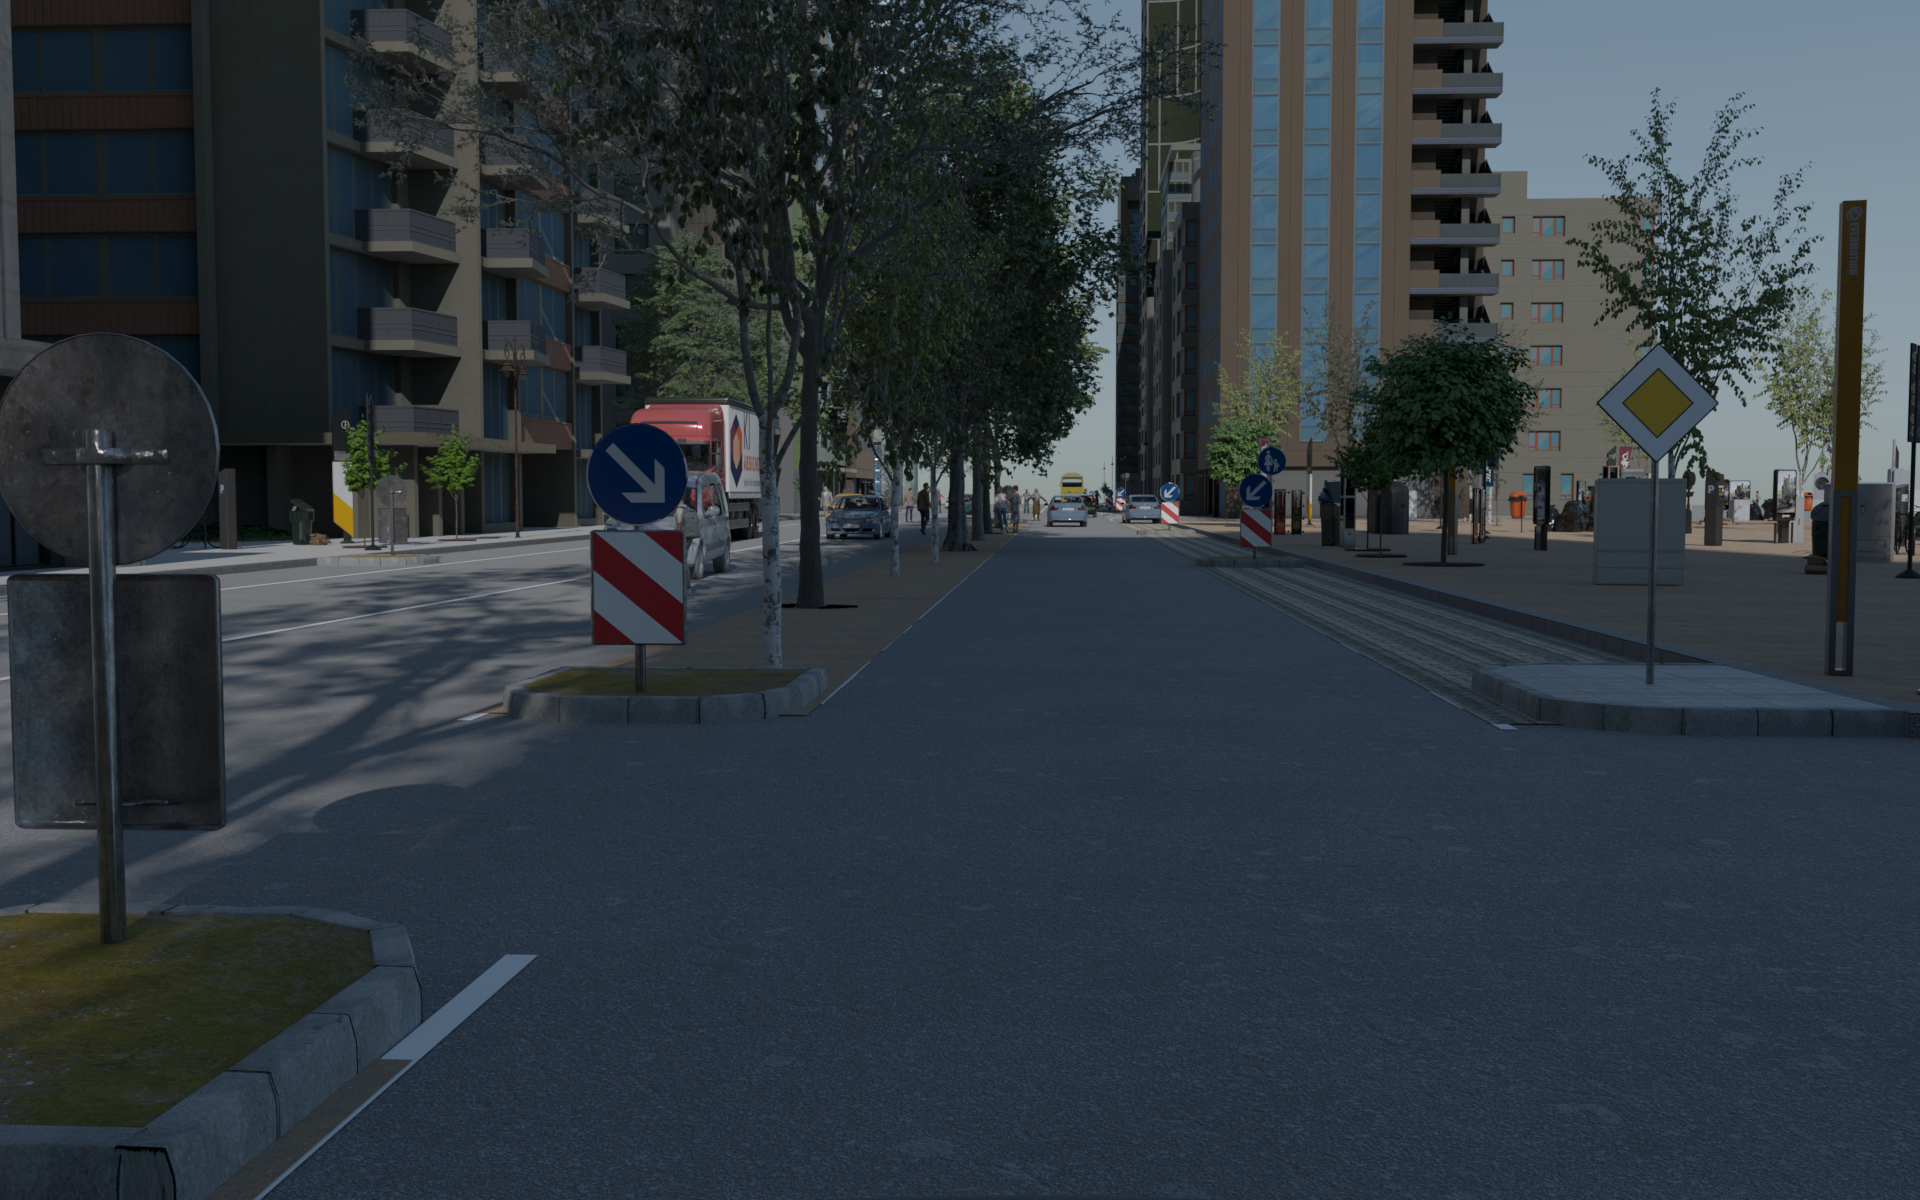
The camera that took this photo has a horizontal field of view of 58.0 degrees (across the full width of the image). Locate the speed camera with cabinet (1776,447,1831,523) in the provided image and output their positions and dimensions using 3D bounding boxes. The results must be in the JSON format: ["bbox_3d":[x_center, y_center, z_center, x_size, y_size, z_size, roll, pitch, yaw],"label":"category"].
[{"bbox_3d":[35.743,-4.831,73.324,2.038,3.252,0.660,2,4,27],"label":"speed camera with cabinet"}]

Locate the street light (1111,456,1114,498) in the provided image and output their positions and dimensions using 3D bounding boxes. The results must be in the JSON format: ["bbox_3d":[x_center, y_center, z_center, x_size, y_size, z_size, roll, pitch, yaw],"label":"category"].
[{"bbox_3d":[18.321,-14.411,208.404,0.468,5.910,1.993,0,4,3],"label":"street light"}]

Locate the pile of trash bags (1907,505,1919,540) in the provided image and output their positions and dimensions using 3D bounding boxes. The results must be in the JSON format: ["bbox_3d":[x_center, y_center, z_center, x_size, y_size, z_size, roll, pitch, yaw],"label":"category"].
[{"bbox_3d":[28.174,-2.331,47.858,3.447,1.369,1.912,-1,4,-9],"label":"pile of trash bags"}]

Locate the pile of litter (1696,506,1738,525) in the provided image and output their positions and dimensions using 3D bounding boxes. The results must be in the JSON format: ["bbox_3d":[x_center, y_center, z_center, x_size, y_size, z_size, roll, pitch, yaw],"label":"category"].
[{"bbox_3d":[31.599,-3.556,72.098,1.719,0.858,1.176,3,5,40],"label":"pile of litter"}]

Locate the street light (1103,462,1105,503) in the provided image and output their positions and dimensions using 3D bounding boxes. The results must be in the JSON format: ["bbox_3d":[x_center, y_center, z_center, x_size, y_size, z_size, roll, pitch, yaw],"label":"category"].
[{"bbox_3d":[20.447,-16.684,245.565,0.468,5.910,1.993,0,4,3],"label":"street light"}]

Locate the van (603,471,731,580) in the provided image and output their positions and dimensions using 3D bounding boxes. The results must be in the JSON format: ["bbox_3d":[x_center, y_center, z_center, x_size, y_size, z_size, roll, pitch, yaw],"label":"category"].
[{"bbox_3d":[-5.099,-1.422,30.266,2.013,2.044,4.112,0,4,2],"label":"van"}]

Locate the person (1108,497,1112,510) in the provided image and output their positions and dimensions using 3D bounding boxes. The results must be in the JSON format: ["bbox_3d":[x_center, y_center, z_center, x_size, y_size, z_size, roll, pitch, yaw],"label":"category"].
[{"bbox_3d":[12.622,-8.374,146.359,0.436,1.711,0.756,0,4,6],"label":"person"}]

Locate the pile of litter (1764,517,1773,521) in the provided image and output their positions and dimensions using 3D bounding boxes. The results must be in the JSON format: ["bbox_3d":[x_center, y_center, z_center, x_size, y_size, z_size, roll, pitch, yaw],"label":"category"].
[{"bbox_3d":[38.609,-4.124,81.388,1.176,0.858,1.719,-1,4,-9],"label":"pile of litter"}]

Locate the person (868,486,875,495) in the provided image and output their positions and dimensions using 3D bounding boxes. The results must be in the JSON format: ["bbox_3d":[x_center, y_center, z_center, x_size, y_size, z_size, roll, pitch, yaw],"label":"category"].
[{"bbox_3d":[-4.591,-4.943,88.949,0.705,1.869,1.348,2,4,25],"label":"person"}]

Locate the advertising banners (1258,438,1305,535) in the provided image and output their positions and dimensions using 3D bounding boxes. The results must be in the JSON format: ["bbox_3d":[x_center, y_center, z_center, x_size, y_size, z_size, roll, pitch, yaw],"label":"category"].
[{"bbox_3d":[10.082,-3.562,54.419,2.074,3.025,0.090,-2,4,-35],"label":"advertising banners"}]

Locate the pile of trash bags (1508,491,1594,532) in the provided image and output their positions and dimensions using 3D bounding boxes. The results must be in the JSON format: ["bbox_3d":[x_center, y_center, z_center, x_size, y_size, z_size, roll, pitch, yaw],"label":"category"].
[{"bbox_3d":[20.154,-2.987,58.583,3.447,1.369,1.912,-1,4,-13],"label":"pile of trash bags"}]

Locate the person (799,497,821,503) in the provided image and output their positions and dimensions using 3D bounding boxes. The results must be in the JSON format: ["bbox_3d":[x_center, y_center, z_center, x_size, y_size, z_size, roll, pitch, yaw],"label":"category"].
[{"bbox_3d":[-7.830,-5.054,91.148,1.348,1.822,0.705,-1,4,-15],"label":"person"}]

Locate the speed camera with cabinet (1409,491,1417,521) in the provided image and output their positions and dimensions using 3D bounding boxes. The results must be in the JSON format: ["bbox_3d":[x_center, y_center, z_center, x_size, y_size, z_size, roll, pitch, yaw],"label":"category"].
[{"bbox_3d":[20.841,-5.394,82.529,0.660,3.252,2.038,-2,4,-32],"label":"speed camera with cabinet"}]

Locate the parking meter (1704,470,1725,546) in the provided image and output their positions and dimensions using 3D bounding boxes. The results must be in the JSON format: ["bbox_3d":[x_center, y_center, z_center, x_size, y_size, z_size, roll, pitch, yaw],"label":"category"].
[{"bbox_3d":[18.622,-2.265,42.748,0.255,1.863,0.399,-2,4,-30],"label":"parking meter"}]

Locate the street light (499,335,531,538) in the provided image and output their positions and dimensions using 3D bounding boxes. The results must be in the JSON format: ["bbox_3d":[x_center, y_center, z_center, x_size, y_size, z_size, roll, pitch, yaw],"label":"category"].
[{"bbox_3d":[-12.942,-4.753,50.502,0.468,5.910,1.993,0,4,3],"label":"street light"}]

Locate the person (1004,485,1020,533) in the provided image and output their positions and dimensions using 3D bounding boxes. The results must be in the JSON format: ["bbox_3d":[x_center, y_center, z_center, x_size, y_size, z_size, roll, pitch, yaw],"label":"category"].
[{"bbox_3d":[1.921,-3.288,62.833,0.524,1.755,0.480,-2,4,-34],"label":"person"}]

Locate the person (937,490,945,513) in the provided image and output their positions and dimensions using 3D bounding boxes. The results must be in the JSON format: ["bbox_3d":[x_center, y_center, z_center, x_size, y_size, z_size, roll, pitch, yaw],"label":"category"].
[{"bbox_3d":[-1.554,-7.393,130.100,1.217,1.743,0.721,-2,4,-25],"label":"person"}]

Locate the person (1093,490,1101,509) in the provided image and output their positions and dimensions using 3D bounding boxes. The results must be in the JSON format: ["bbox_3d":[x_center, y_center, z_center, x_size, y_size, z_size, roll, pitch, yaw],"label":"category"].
[{"bbox_3d":[12.846,-9.428,162.655,1.348,1.823,0.705,-3,5,-41],"label":"person"}]

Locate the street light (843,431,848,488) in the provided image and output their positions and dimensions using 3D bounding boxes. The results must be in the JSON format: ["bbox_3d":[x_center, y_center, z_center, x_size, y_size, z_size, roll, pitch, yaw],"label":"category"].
[{"bbox_3d":[-8.395,-9.448,127.261,0.468,5.910,1.993,0,4,3],"label":"street light"}]

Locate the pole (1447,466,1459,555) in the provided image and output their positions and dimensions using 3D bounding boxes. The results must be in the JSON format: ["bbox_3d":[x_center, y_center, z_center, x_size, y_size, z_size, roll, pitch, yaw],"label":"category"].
[{"bbox_3d":[10.391,-2.606,36.452,0.158,3.312,0.155,0,3,0],"label":"pole"}]

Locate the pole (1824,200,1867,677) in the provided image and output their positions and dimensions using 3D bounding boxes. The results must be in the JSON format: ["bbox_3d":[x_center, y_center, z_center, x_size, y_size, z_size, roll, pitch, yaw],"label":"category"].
[{"bbox_3d":[6.221,-1.121,12.164,0.158,3.312,0.155,0,3,0],"label":"pole"}]

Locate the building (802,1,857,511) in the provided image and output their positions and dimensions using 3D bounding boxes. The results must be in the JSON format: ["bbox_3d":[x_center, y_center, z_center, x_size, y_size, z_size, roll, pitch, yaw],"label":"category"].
[{"bbox_3d":[-20.793,-31.357,132.301,23.786,49.044,30.456,0,4,3],"label":"building"}]

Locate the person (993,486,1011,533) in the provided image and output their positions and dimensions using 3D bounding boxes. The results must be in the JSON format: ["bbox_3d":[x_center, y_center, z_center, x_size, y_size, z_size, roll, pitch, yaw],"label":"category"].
[{"bbox_3d":[1.644,-3.356,64.035,0.731,1.740,0.598,-1,4,-20],"label":"person"}]

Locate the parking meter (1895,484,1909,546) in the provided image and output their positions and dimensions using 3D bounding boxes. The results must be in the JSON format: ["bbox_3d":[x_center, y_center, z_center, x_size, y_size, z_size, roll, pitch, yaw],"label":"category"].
[{"bbox_3d":[23.327,-2.116,43.007,0.372,1.533,0.369,0,3,0],"label":"parking meter"}]

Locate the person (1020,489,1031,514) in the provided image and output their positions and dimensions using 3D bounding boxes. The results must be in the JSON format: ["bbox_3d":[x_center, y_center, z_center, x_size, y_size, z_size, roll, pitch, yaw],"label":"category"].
[{"bbox_3d":[4.914,-7.284,127.681,1.350,1.814,0.705,0,4,-2],"label":"person"}]

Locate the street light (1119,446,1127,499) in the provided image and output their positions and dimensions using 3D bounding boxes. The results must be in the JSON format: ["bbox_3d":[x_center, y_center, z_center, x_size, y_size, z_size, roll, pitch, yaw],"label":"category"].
[{"bbox_3d":[15.953,-12.139,171.256,0.468,5.910,1.993,0,4,3],"label":"street light"}]

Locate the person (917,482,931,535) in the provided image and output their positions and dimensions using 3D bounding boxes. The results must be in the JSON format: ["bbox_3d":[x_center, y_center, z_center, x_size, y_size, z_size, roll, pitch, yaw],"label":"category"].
[{"bbox_3d":[-1.236,-3.208,60.869,0.656,1.842,0.836,1,4,13],"label":"person"}]

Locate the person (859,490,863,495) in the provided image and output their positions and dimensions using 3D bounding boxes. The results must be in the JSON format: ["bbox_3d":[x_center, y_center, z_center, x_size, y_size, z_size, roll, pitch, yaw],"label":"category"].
[{"bbox_3d":[-7.043,-6.902,122.062,1.217,1.735,0.721,0,4,-2],"label":"person"}]

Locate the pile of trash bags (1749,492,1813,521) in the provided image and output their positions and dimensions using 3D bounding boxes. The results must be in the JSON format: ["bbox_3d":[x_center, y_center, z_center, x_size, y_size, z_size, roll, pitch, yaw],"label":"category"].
[{"bbox_3d":[39.884,-4.537,83.932,3.447,1.369,1.912,-1,4,-17],"label":"pile of trash bags"}]

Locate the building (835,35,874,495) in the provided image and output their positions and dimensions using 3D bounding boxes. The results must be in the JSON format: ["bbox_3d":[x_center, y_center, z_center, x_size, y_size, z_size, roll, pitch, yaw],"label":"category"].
[{"bbox_3d":[-15.377,-30.845,154.422,14.600,45.320,14.200,0,4,3],"label":"building"}]

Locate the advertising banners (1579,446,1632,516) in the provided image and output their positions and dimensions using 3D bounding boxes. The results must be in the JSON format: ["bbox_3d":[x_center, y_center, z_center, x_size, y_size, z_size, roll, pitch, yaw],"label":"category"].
[{"bbox_3d":[23.710,-4.123,63.591,2.074,3.025,0.090,-1,4,-10],"label":"advertising banners"}]

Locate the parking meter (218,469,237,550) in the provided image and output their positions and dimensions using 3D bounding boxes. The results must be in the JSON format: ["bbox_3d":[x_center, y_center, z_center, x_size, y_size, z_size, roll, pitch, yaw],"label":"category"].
[{"bbox_3d":[-16.936,-2.101,40.055,0.399,1.863,0.255,3,5,42],"label":"parking meter"}]

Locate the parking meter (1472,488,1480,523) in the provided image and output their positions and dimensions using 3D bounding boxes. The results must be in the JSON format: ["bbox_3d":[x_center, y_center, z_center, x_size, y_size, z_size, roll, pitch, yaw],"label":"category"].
[{"bbox_3d":[22.812,-4.163,76.478,0.372,1.533,0.369,0,3,0],"label":"parking meter"}]

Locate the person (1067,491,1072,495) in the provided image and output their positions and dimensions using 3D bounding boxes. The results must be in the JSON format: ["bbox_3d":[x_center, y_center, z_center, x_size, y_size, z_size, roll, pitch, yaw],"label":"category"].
[{"bbox_3d":[9.825,-8.901,154.970,0.756,1.711,0.436,2,4,30],"label":"person"}]

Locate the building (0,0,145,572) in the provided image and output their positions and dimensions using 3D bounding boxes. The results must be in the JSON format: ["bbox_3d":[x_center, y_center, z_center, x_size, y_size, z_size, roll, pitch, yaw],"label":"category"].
[{"bbox_3d":[-25.045,-35.883,24.939,20.563,71.187,20.611,0,4,3],"label":"building"}]

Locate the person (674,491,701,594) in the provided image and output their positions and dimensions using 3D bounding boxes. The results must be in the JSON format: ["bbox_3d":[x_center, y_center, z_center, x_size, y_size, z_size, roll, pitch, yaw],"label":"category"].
[{"bbox_3d":[-3.961,-0.826,24.593,0.523,1.515,0.503,-1,4,-16],"label":"person"}]

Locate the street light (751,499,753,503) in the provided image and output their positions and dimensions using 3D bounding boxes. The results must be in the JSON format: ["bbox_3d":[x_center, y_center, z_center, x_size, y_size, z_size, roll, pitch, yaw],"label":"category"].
[{"bbox_3d":[-10.747,-7.133,89.410,0.468,5.910,1.993,0,4,3],"label":"street light"}]

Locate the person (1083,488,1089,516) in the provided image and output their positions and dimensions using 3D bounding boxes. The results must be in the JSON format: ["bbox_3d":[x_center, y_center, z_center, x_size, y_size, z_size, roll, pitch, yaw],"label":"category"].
[{"bbox_3d":[8.396,-6.532,115.308,0.705,1.822,1.348,2,4,34],"label":"person"}]

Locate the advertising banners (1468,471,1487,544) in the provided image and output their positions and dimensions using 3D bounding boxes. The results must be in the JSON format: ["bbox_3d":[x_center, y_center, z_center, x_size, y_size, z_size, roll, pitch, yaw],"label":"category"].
[{"bbox_3d":[13.198,-2.940,44.265,0.090,3.025,2.074,2,4,29],"label":"advertising banners"}]

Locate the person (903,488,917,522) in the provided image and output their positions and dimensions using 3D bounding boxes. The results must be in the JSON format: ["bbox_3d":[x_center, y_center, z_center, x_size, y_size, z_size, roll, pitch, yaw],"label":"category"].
[{"bbox_3d":[-2.478,-4.878,88.780,0.617,1.759,0.750,3,4,37],"label":"person"}]

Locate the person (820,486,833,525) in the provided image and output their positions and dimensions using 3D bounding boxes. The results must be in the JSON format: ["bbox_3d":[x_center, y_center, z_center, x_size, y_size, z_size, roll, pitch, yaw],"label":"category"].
[{"bbox_3d":[-6.116,-4.342,79.606,0.709,1.813,0.853,1,4,15],"label":"person"}]

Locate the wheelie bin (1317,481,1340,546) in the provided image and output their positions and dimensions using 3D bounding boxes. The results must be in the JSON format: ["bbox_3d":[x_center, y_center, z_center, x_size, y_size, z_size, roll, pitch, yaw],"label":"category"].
[{"bbox_3d":[9.259,-2.133,42.777,0.980,1.594,0.693,-1,4,-23],"label":"wheelie bin"}]

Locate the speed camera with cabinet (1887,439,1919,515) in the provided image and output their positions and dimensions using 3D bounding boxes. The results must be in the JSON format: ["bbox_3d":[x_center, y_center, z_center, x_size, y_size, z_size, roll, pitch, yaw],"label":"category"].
[{"bbox_3d":[33.801,-4.131,61.875,0.660,3.252,2.038,1,4,8],"label":"speed camera with cabinet"}]

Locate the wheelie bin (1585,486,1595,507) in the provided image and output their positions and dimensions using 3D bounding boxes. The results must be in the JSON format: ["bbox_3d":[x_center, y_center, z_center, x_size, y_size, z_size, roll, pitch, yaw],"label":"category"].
[{"bbox_3d":[24.421,-3.597,66.723,0.693,1.594,0.980,-2,4,-24],"label":"wheelie bin"}]

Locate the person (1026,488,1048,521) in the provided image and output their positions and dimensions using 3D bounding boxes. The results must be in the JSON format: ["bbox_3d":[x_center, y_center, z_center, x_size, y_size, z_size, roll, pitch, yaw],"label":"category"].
[{"bbox_3d":[4.102,-5.093,92.509,1.217,1.736,0.721,-1,4,-13],"label":"person"}]

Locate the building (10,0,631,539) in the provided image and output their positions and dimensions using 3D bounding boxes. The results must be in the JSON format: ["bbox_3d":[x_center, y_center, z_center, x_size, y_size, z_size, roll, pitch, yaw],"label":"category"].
[{"bbox_3d":[-24.734,-24.926,62.159,22.147,44.769,28.867,0,4,3],"label":"building"}]

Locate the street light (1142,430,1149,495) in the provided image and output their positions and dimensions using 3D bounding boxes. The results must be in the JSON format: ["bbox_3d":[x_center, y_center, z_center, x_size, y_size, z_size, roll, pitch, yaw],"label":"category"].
[{"bbox_3d":[13.406,-9.319,125.158,0.468,5.910,1.993,0,4,3],"label":"street light"}]

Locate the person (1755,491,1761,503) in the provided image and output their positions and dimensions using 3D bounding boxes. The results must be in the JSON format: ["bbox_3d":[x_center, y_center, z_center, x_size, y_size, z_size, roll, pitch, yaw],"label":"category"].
[{"bbox_3d":[75.350,-9.435,163.470,0.721,1.736,1.217,3,5,43],"label":"person"}]
